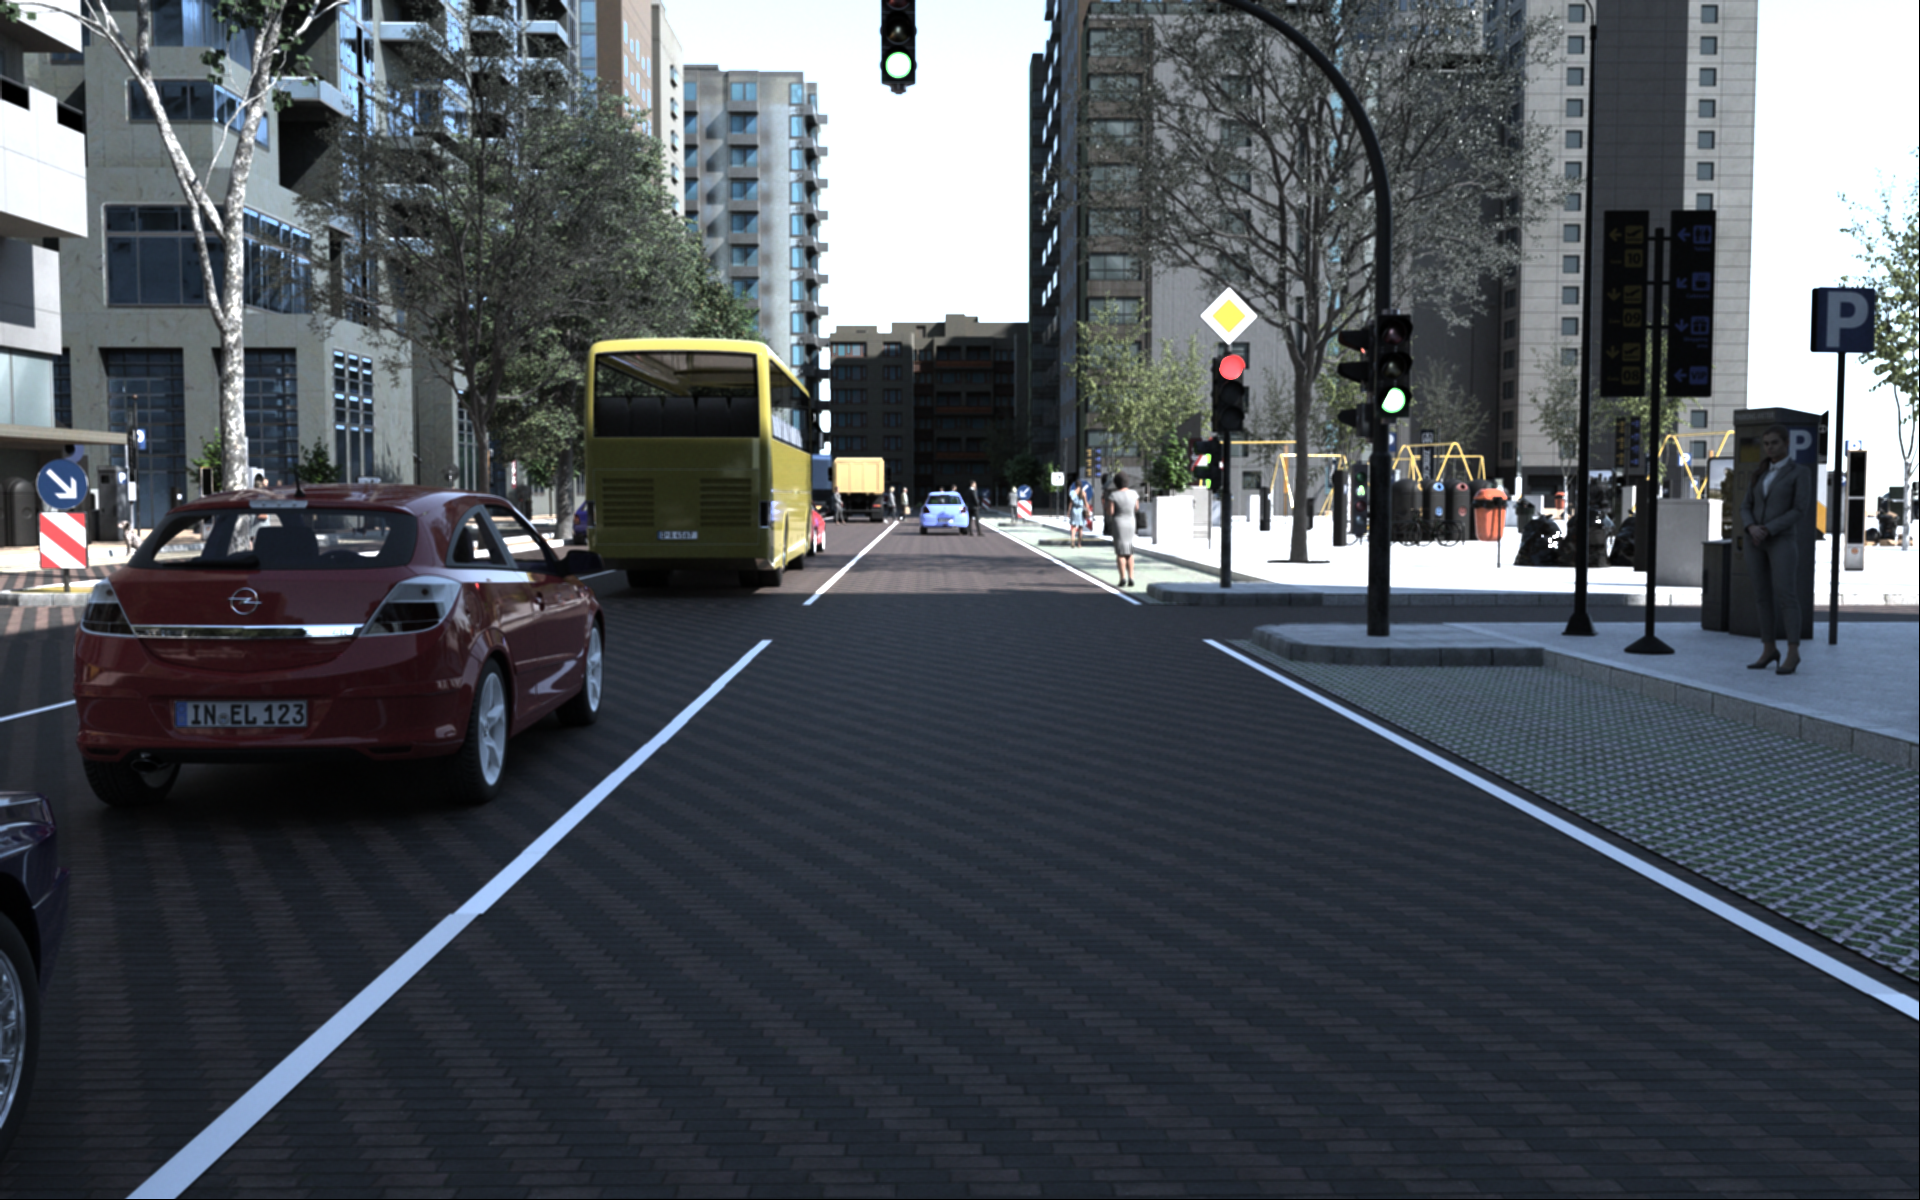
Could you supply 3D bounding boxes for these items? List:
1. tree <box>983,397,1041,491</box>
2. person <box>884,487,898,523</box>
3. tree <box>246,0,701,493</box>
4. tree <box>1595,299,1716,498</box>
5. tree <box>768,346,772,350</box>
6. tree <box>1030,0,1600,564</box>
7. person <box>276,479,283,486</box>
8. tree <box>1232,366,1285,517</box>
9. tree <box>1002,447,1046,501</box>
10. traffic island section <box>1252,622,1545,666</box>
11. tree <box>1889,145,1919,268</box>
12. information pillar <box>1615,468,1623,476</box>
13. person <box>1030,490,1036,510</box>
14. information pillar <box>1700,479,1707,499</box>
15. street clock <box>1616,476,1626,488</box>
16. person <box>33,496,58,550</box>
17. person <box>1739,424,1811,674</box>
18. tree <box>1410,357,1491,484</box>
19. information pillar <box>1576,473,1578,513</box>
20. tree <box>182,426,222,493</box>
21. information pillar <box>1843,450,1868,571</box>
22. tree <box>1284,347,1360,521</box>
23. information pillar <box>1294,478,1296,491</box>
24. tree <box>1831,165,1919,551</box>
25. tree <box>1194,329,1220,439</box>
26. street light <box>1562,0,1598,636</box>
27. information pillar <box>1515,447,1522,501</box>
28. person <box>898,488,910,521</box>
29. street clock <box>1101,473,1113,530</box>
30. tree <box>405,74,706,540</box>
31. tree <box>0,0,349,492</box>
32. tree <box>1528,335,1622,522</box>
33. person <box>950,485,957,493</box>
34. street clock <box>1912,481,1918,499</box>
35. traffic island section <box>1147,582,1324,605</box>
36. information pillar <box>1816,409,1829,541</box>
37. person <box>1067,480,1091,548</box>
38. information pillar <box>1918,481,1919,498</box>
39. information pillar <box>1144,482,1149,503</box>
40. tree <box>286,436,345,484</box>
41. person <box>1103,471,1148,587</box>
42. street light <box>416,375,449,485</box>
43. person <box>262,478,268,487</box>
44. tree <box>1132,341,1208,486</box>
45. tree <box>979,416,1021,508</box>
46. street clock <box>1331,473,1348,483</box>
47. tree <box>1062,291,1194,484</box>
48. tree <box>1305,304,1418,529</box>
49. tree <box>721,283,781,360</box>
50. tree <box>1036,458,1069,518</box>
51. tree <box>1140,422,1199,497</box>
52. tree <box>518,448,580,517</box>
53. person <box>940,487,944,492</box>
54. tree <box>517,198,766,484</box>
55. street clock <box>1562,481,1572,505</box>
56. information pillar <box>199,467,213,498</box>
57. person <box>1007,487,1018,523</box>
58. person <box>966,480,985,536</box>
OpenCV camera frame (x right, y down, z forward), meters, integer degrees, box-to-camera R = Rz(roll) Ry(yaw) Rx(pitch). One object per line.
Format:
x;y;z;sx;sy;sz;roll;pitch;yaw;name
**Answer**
3.925;-10.993;130.090;4.360;8.622;3.978;0;3;0;tree
-3.390;-4.676;85.134;0.728;1.800;0.709;0;4;-7;person
-11.446;-7.856;41.280;12.009;13.543;11.850;0;3;0;tree
26.002;-6.996;64.741;4.737;8.622;4.395;0;3;0;tree
-12.270;-9.458;74.096;9.611;12.733;9.660;0;3;0;tree
6.359;-7.419;31.674;12.009;13.543;11.850;0;3;0;tree
-24.059;-3.361;61.172;0.721;1.800;0.419;1;4;14;person
17.184;-8.918;96.171;4.360;8.622;3.978;0;3;0;tree
4.490;-8.430;121.550;4.285;4.588;4.351;0;3;0;tree
3.811;0.400;15.743;2.009;0.180;2.903;0;4;-1;traffic island section
18.849;-4.910;30.642;4.360;8.622;3.978;0;3;0;tree
32.402;-5.741;85.218;0.504;3.616;0.183;-2;4;-28;information pillar
5.690;-8.089;139.021;0.721;1.743;1.217;3;5;45;person
35.219;-4.737;81.947;0.304;2.012;0.304;-2;4;-33;information pillar
26.701;-4.013;70.187;0.471;2.002;0.358;-1;4;-18;street clock
-20.817;-2.043;39.547;0.635;1.810;0.391;2;4;27;person
5.875;-0.383;12.573;0.520;1.790;0.573;3;5;43;person
25.796;-8.675;92.194;4.360;8.622;3.978;0;3;0;tree
21.599;-3.400;60.090;0.304;2.012;0.304;0;4;-2;information pillar
-21.320;-3.359;49.525;1.663;3.219;1.824;0;3;0;tree
14.943;-1.493;28.900;0.304;2.012;0.304;2;4;24;information pillar
17.652;-8.041;81.827;4.360;8.622;3.978;0;3;0;tree
15.232;-4.512;78.261;0.304;2.012;0.304;1;4;9;information pillar
21.269;-5.387;38.439;4.737;8.622;4.395;0;3;0;tree
9.949;-7.805;77.975;4.737;8.622;4.395;0;3;0;tree
5.125;-2.636;15.641;1.470;5.913;1.316;0;4;-1;street light
28.077;-5.858;87.138;0.504;3.616;0.183;-3;5;-44;information pillar
-3.005;-5.152;93.221;0.515;1.767;0.782;-1;4;-21;person
5.156;-3.430;60.652;0.358;2.002;0.471;3;4;36;street clock
-12.309;-8.832;53.524;9.857;13.997;8.962;0;3;0;tree
-12.753;-10.365;27.810;12.611;20.169;13.585;0;3;0;tree
28.024;-7.909;79.679;4.360;8.622;3.978;0;3;0;tree
-0.313;-3.970;73.441;0.581;1.822;0.654;3;4;39;person
53.855;-5.694;97.667;0.471;2.002;0.358;-3;5;-40;street clock
3.662;-0.088;23.727;2.009;0.180;2.903;0;4;-1;traffic island section
23.580;-3.439;47.578;0.504;3.616;0.183;1;4;23;information pillar
3.151;-2.284;45.938;0.616;1.811;0.778;1;4;16;person
52.226;-5.482;94.116;0.304;2.012;0.304;3;4;37;information pillar
10.237;-5.581;95.747;0.304;2.012;0.304;-1;4;-10;information pillar
-21.176;-3.846;57.486;1.663;3.219;1.824;0;3;0;tree
2.551;-1.090;26.674;0.716;1.782;0.532;-1;4;-21;person
-20.586;-5.809;67.525;1.470;5.913;1.316;0;4;-1;street light
-21.820;-2.954;54.537;0.583;1.804;0.606;3;5;41;person
9.943;-8.180;84.101;4.360;8.622;3.978;0;3;0;tree
3.693;-12.969;162.405;4.737;8.622;4.395;0;3;0;tree
11.951;-3.058;54.561;0.471;2.002;0.358;2;4;33;street clock
5.839;-6.935;63.743;4.737;8.622;4.395;0;3;0;tree
14.694;-6.972;64.351;4.737;8.622;4.395;0;3;0;tree
-12.491;-9.527;83.978;9.928;11.665;9.643;0;3;0;tree
4.823;-5.958;92.015;1.663;3.219;1.824;0;3;0;tree
5.780;-3.156;46.208;1.663;3.219;1.824;0;3;0;tree
-22.972;-6.925;96.934;4.285;4.588;4.351;0;3;0;tree
-1.001;-4.940;89.442;0.466;1.800;0.511;-3;5;-40;person
-12.445;-8.802;63.377;9.611;12.733;9.660;0;3;0;tree
33.042;-5.492;94.364;0.471;2.002;0.358;2;4;34;street clock
-20.617;-2.624;47.389;0.304;2.012;0.304;-2;4;-34;information pillar
2.615;-4.741;86.201;0.537;1.800;0.526;0;4;-3;person
0.496;-3.163;59.583;0.474;1.900;0.648;-3;5;-45;person
